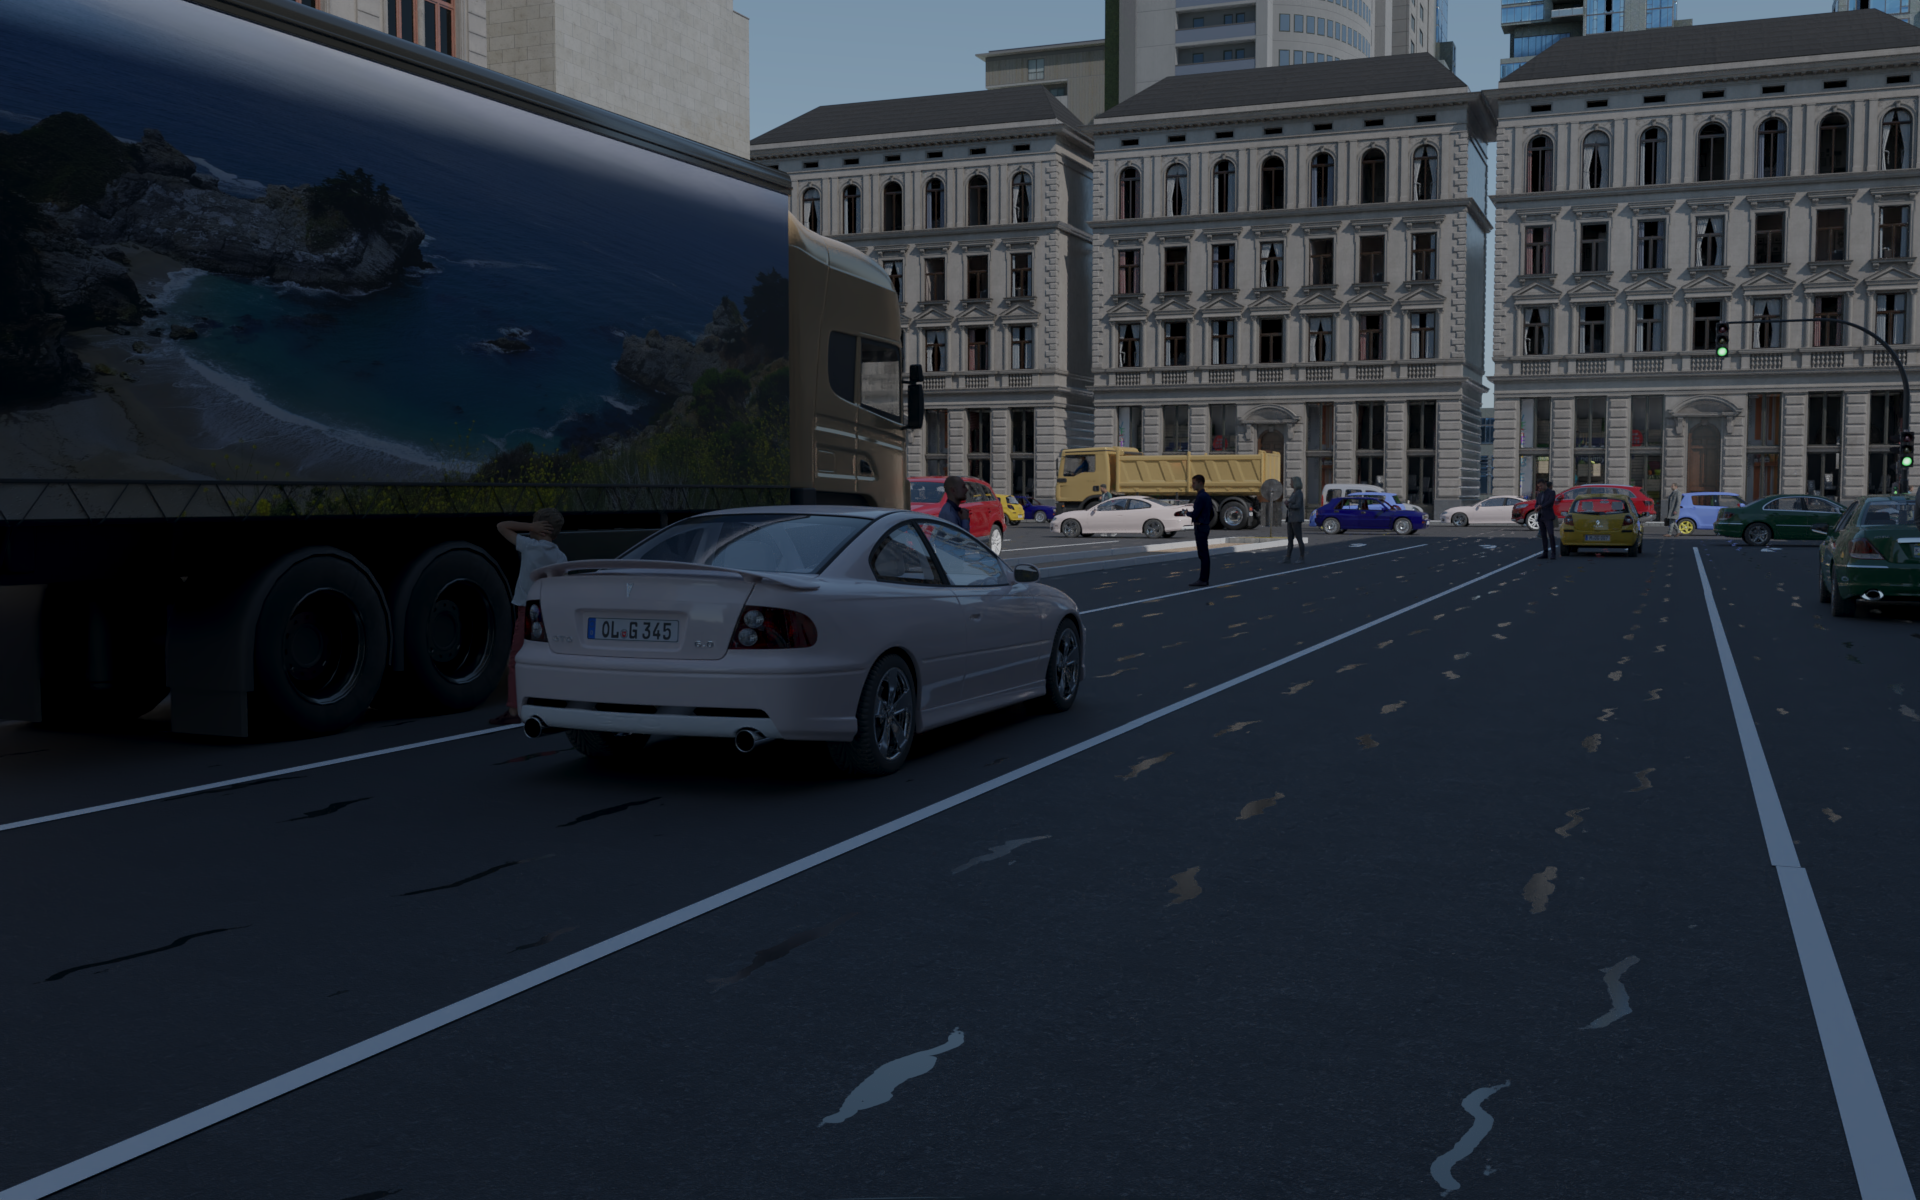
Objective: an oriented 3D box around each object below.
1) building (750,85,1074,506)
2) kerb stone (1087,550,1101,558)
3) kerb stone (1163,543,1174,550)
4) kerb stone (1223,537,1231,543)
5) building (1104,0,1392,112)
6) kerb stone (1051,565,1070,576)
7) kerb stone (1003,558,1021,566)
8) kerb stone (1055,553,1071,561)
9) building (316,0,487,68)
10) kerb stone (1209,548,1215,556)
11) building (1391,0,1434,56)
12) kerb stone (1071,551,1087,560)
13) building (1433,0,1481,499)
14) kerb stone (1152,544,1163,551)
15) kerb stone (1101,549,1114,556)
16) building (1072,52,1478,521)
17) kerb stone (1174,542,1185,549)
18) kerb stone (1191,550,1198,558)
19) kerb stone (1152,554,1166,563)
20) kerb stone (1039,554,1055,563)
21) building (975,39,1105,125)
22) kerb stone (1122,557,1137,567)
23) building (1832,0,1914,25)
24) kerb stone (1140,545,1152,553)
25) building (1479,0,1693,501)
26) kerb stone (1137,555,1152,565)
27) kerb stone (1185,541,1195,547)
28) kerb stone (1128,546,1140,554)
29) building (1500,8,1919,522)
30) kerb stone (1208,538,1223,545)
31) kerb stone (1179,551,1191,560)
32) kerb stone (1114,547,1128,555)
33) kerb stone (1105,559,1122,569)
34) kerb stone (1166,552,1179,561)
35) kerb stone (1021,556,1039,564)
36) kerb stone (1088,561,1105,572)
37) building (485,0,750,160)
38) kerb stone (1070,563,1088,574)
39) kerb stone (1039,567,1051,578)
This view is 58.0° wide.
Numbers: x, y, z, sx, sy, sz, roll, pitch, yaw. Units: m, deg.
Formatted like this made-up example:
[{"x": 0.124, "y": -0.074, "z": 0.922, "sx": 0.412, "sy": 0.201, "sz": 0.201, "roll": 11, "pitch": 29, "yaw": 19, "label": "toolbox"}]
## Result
[{"x": -1.783, "y": -16.418, "z": 97.312, "sx": 19.941, "sy": 23.489, "sz": 11.050, "roll": 1, "pitch": 4, "yaw": 22, "label": "building"}, {"x": 2.894, "y": -1.020, "z": 38.877, "sx": 0.120, "sy": 0.150, "sz": 1.000, "roll": 1, "pitch": 4, "yaw": 22, "label": "kerb stone"}, {"x": 5.257, "y": -1.366, "z": 44.578, "sx": 0.120, "sy": 0.150, "sz": 1.000, "roll": 1, "pitch": 4, "yaw": 22, "label": "kerb stone"}, {"x": 7.644, "y": -1.718, "z": 50.287, "sx": 0.120, "sy": 0.150, "sz": 1.000, "roll": 1, "pitch": 4, "yaw": 22, "label": "kerb stone"}, {"x": 27.138, "y": -37.882, "z": 161.364, "sx": 21.231, "sy": 58.520, "sz": 28.212, "roll": 1, "pitch": 4, "yaw": 22, "label": "building"}, {"x": 1.677, "y": -0.504, "z": 30.465, "sx": 0.120, "sy": 0.150, "sz": 1.000, "roll": 1, "pitch": 4, "yaw": 22, "label": "kerb stone"}, {"x": 0.918, "y": -0.730, "z": 34.132, "sx": 0.120, "sy": 0.150, "sz": 1.000, "roll": 1, "pitch": 4, "yaw": 22, "label": "kerb stone"}, {"x": 2.106, "y": -0.902, "z": 36.977, "sx": 0.120, "sy": 0.150, "sz": 1.000, "roll": 1, "pitch": 4, "yaw": 22, "label": "kerb stone"}, {"x": -21.666, "y": -15.159, "z": 35.242, "sx": 14.401, "sy": 28.519, "sz": 23.554, "roll": 1, "pitch": 4, "yaw": 22, "label": "building"}, {"x": 5.637, "y": -1.085, "z": 39.992, "sx": 0.120, "sy": 0.150, "sz": 1.000, "roll": 1, "pitch": 4, "yaw": 22, "label": "kerb stone"}, {"x": 41.576, "y": -46.324, "z": 195.650, "sx": 20.611, "sy": 71.187, "sz": 20.563, "roll": 1, "pitch": 4, "yaw": 22, "label": "building"}, {"x": 2.502, "y": -0.960, "z": 37.926, "sx": 0.120, "sy": 0.150, "sz": 1.000, "roll": 1, "pitch": 4, "yaw": 22, "label": "kerb stone"}, {"x": 57.888, "y": -57.333, "z": 250.059, "sx": 31.000, "sy": 86.520, "sz": 22.319, "roll": 1, "pitch": 4, "yaw": 22, "label": "building"}, {"x": 4.862, "y": -1.310, "z": 43.629, "sx": 0.120, "sy": 0.150, "sz": 1.000, "roll": 1, "pitch": 4, "yaw": 22, "label": "kerb stone"}, {"x": 3.280, "y": -1.073, "z": 39.829, "sx": 0.120, "sy": 0.150, "sz": 1.000, "roll": 1, "pitch": 4, "yaw": 22, "label": "kerb stone"}, {"x": 17.275, "y": -15.992, "z": 90.350, "sx": 19.941, "sy": 23.489, "sz": 11.050, "roll": 1, "pitch": 4, "yaw": 22, "label": "building"}, {"x": 5.657, "y": -1.426, "z": 45.526, "sx": 0.120, "sy": 0.150, "sz": 1.000, "roll": 1, "pitch": 4, "yaw": 22, "label": "kerb stone"}, {"x": 5.234, "y": -1.030, "z": 39.040, "sx": 0.120, "sy": 0.150, "sz": 1.000, "roll": 1, "pitch": 4, "yaw": 22, "label": "kerb stone"}, {"x": 4.049, "y": -0.854, "z": 36.178, "sx": 0.120, "sy": 0.150, "sz": 1.000, "roll": 1, "pitch": 4, "yaw": 22, "label": "kerb stone"}, {"x": 1.706, "y": -0.846, "z": 36.029, "sx": 0.120, "sy": 0.150, "sz": 1.000, "roll": 1, "pitch": 4, "yaw": 22, "label": "kerb stone"}, {"x": 17.855, "y": -37.465, "z": 201.792, "sx": 27.495, "sy": 52.752, "sz": 28.713, "roll": 1, "pitch": 4, "yaw": 22, "label": "building"}, {"x": 3.252, "y": -0.731, "z": 34.272, "sx": 0.120, "sy": 0.150, "sz": 1.000, "roll": 1, "pitch": 4, "yaw": 22, "label": "kerb stone"}, {"x": 81.216, "y": -50.703, "z": 141.670, "sx": 22.319, "sy": 86.520, "sz": 31.000, "roll": 1, "pitch": 4, "yaw": 22, "label": "building"}, {"x": 4.477, "y": -1.248, "z": 42.673, "sx": 0.120, "sy": 0.150, "sz": 1.000, "roll": 1, "pitch": 4, "yaw": 22, "label": "kerb stone"}, {"x": 86.788, "y": -56.627, "z": 238.528, "sx": 31.000, "sy": 86.520, "sz": 22.319, "roll": 1, "pitch": 4, "yaw": 22, "label": "building"}, {"x": 3.649, "y": -0.797, "z": 35.219, "sx": 0.120, "sy": 0.150, "sz": 1.000, "roll": 1, "pitch": 4, "yaw": 22, "label": "kerb stone"}, {"x": 6.047, "y": -1.485, "z": 46.477, "sx": 0.120, "sy": 0.150, "sz": 1.000, "roll": 1, "pitch": 4, "yaw": 22, "label": "kerb stone"}, {"x": 4.079, "y": -1.193, "z": 41.722, "sx": 0.120, "sy": 0.150, "sz": 1.000, "roll": 1, "pitch": 4, "yaw": 22, "label": "kerb stone"}, {"x": 35.605, "y": -15.513, "z": 82.508, "sx": 19.941, "sy": 23.489, "sz": 11.050, "roll": 1, "pitch": 4, "yaw": 22, "label": "building"}, {"x": 7.234, "y": -1.660, "z": 49.340, "sx": 0.120, "sy": 0.150, "sz": 1.000, "roll": 1, "pitch": 4, "yaw": 22, "label": "kerb stone"}, {"x": 4.840, "y": -0.972, "z": 38.081, "sx": 0.120, "sy": 0.150, "sz": 1.000, "roll": 1, "pitch": 4, "yaw": 22, "label": "kerb stone"}, {"x": 3.685, "y": -1.129, "z": 40.773, "sx": 0.120, "sy": 0.150, "sz": 1.000, "roll": 1, "pitch": 4, "yaw": 22, "label": "kerb stone"}, {"x": 2.865, "y": -0.680, "z": 33.320, "sx": 0.120, "sy": 0.150, "sz": 1.000, "roll": 1, "pitch": 4, "yaw": 22, "label": "kerb stone"}, {"x": 4.445, "y": -0.912, "z": 37.126, "sx": 0.120, "sy": 0.150, "sz": 1.000, "roll": 1, "pitch": 4, "yaw": 22, "label": "kerb stone"}, {"x": 1.320, "y": -0.787, "z": 35.078, "sx": 0.120, "sy": 0.150, "sz": 1.000, "roll": 1, "pitch": 4, "yaw": 22, "label": "kerb stone"}, {"x": 2.456, "y": -0.621, "z": 32.366, "sx": 0.120, "sy": 0.150, "sz": 1.000, "roll": 1, "pitch": 4, "yaw": 22, "label": "kerb stone"}, {"x": -16.498, "y": -12.194, "z": 54.128, "sx": 16.860, "sy": 20.320, "sz": 10.420, "roll": 1, "pitch": 4, "yaw": 22, "label": "building"}, {"x": 2.069, "y": -0.564, "z": 31.414, "sx": 0.120, "sy": 0.150, "sz": 1.000, "roll": 1, "pitch": 4, "yaw": 22, "label": "kerb stone"}, {"x": 1.283, "y": -0.447, "z": 29.512, "sx": 0.120, "sy": 0.150, "sz": 1.000, "roll": 1, "pitch": 4, "yaw": 22, "label": "kerb stone"}]
